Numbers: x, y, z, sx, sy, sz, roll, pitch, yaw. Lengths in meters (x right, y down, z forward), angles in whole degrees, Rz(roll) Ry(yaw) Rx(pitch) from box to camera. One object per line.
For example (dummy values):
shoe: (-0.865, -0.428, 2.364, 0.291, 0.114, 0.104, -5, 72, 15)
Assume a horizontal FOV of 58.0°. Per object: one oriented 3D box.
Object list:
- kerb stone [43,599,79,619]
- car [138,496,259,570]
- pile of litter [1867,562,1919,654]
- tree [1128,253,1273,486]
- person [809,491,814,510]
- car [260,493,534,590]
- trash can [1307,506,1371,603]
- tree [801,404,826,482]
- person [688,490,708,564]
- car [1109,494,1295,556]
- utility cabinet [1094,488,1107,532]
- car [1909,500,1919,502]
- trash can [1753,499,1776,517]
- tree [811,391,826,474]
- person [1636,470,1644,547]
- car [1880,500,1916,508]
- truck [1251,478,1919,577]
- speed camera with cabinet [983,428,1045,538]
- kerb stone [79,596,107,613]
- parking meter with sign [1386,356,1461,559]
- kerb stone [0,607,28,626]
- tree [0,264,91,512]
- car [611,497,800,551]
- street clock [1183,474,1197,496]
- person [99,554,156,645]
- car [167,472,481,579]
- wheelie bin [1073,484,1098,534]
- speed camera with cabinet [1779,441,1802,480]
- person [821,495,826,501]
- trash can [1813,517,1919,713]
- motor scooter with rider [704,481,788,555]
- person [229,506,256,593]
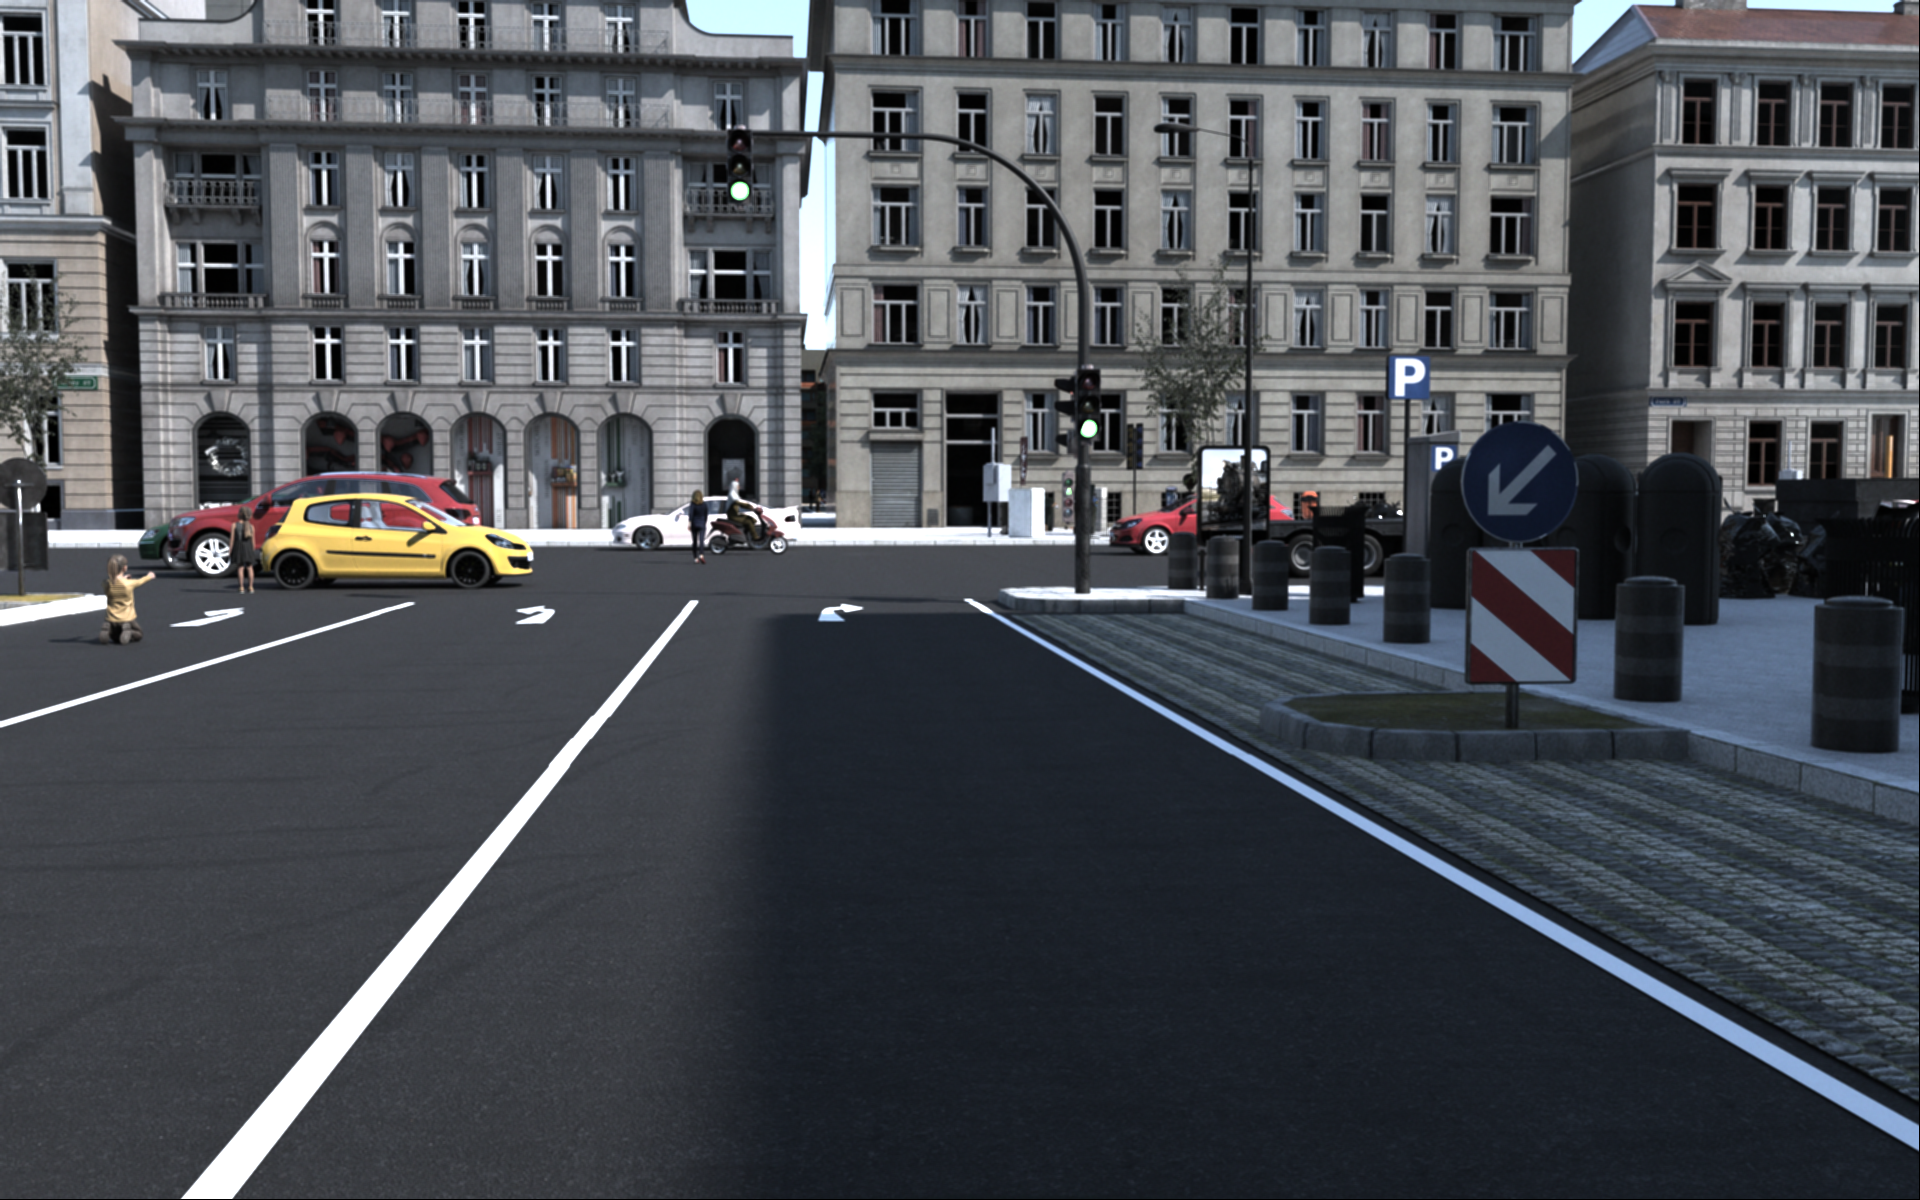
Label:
kerb stone: (-10.622, 0.119, 20.296, 0.120, 0.150, 1.000, 0, 4, -6)
car: (-13.339, -1.334, 33.612, 4.920, 1.459, 2.131, 0, 4, -5)
pile of litter: (7.964, -0.023, 14.334, 1.176, 0.858, 1.719, 0, 4, 8)
tree: (7.255, -6.239, 52.376, 4.360, 8.622, 3.978, 0, 3, 0)
person: (-13.346, -8.970, 155.976, 0.721, 1.723, 1.217, -2, 4, -28)
car: (-8.661, -1.014, 26.800, 3.980, 1.641, 2.015, 0, 4, -6)
trash can: (4.490, -0.544, 20.555, 0.748, 1.137, 0.748, 0, 3, 0)
tree: (-11.836, -16.141, 180.917, 9.611, 12.733, 9.660, 0, 3, 0)
person: (-5.377, -1.511, 35.744, 0.480, 1.512, 0.613, -2, 4, -35)
car: (5.774, -1.971, 41.266, 4.494, 1.783, 2.155, 0, 4, -6)
utility cabinet: (4.443, -3.069, 58.853, 1.173, 1.500, 0.318, 3, 5, 45)
car: (27.913, -2.516, 49.817, 5.304, 1.827, 2.281, 0, 4, -7)
trash can: (25.623, -2.663, 55.189, 0.748, 1.137, 0.748, 0, 3, 0)
tree: (-9.957, -14.635, 157.415, 7.486, 12.596, 7.792, 0, 3, 0)
person: (10.993, -1.179, 27.873, 0.635, 1.810, 0.391, 2, 4, 30)
car: (18.564, -1.446, 36.008, 4.827, 1.381, 2.083, 0, 4, -7)
truck: (14.200, -2.551, 31.465, 18.799, 4.110, 2.967, 0, 4, -7)
speed camera with cabinet: (1.589, -3.479, 51.209, 0.660, 3.252, 2.038, -3, 5, -44)
kerb stone: (-10.728, 0.054, 21.320, 0.120, 0.150, 1.000, 0, 4, -6)
parking meter with sign: (5.748, -1.520, 21.120, 0.543, 3.016, 1.738, 0, 4, -6)
kerb stone: (-10.513, 0.180, 19.272, 0.120, 0.150, 1.000, 0, 4, -6)
tree: (-29.441, -6.376, 54.610, 4.360, 8.622, 3.978, 0, 3, 0)
car: (-6.557, -1.981, 44.744, 4.827, 1.381, 2.083, 0, 4, -7)
street clock: (8.123, -3.461, 61.157, 0.471, 2.002, 0.358, -1, 4, -14)
person: (-8.063, -0.019, 16.730, 0.347, 0.859, 0.695, 0, 4, -5)
car: (-11.087, -1.330, 30.413, 5.304, 1.827, 2.281, 0, 4, -5)
wheelie bin: (3.983, -2.911, 55.499, 0.980, 1.594, 0.693, 1, 4, 19)
speed camera with cabinet: (31.523, -4.276, 64.255, 2.038, 3.252, 0.660, 3, 5, 45)
person: (-9.552, -7.231, 126.827, 1.348, 1.812, 0.705, 1, 4, 22)
trash can: (5.480, 0.082, 10.313, 0.748, 1.137, 0.748, 0, 3, 0)
motor scooter with rider: (-5.079, -1.964, 41.070, 1.986, 1.779, 0.876, 0, 4, -6)
person: (-10.458, -0.737, 25.227, 0.362, 1.253, 0.373, -2, 4, -35)
